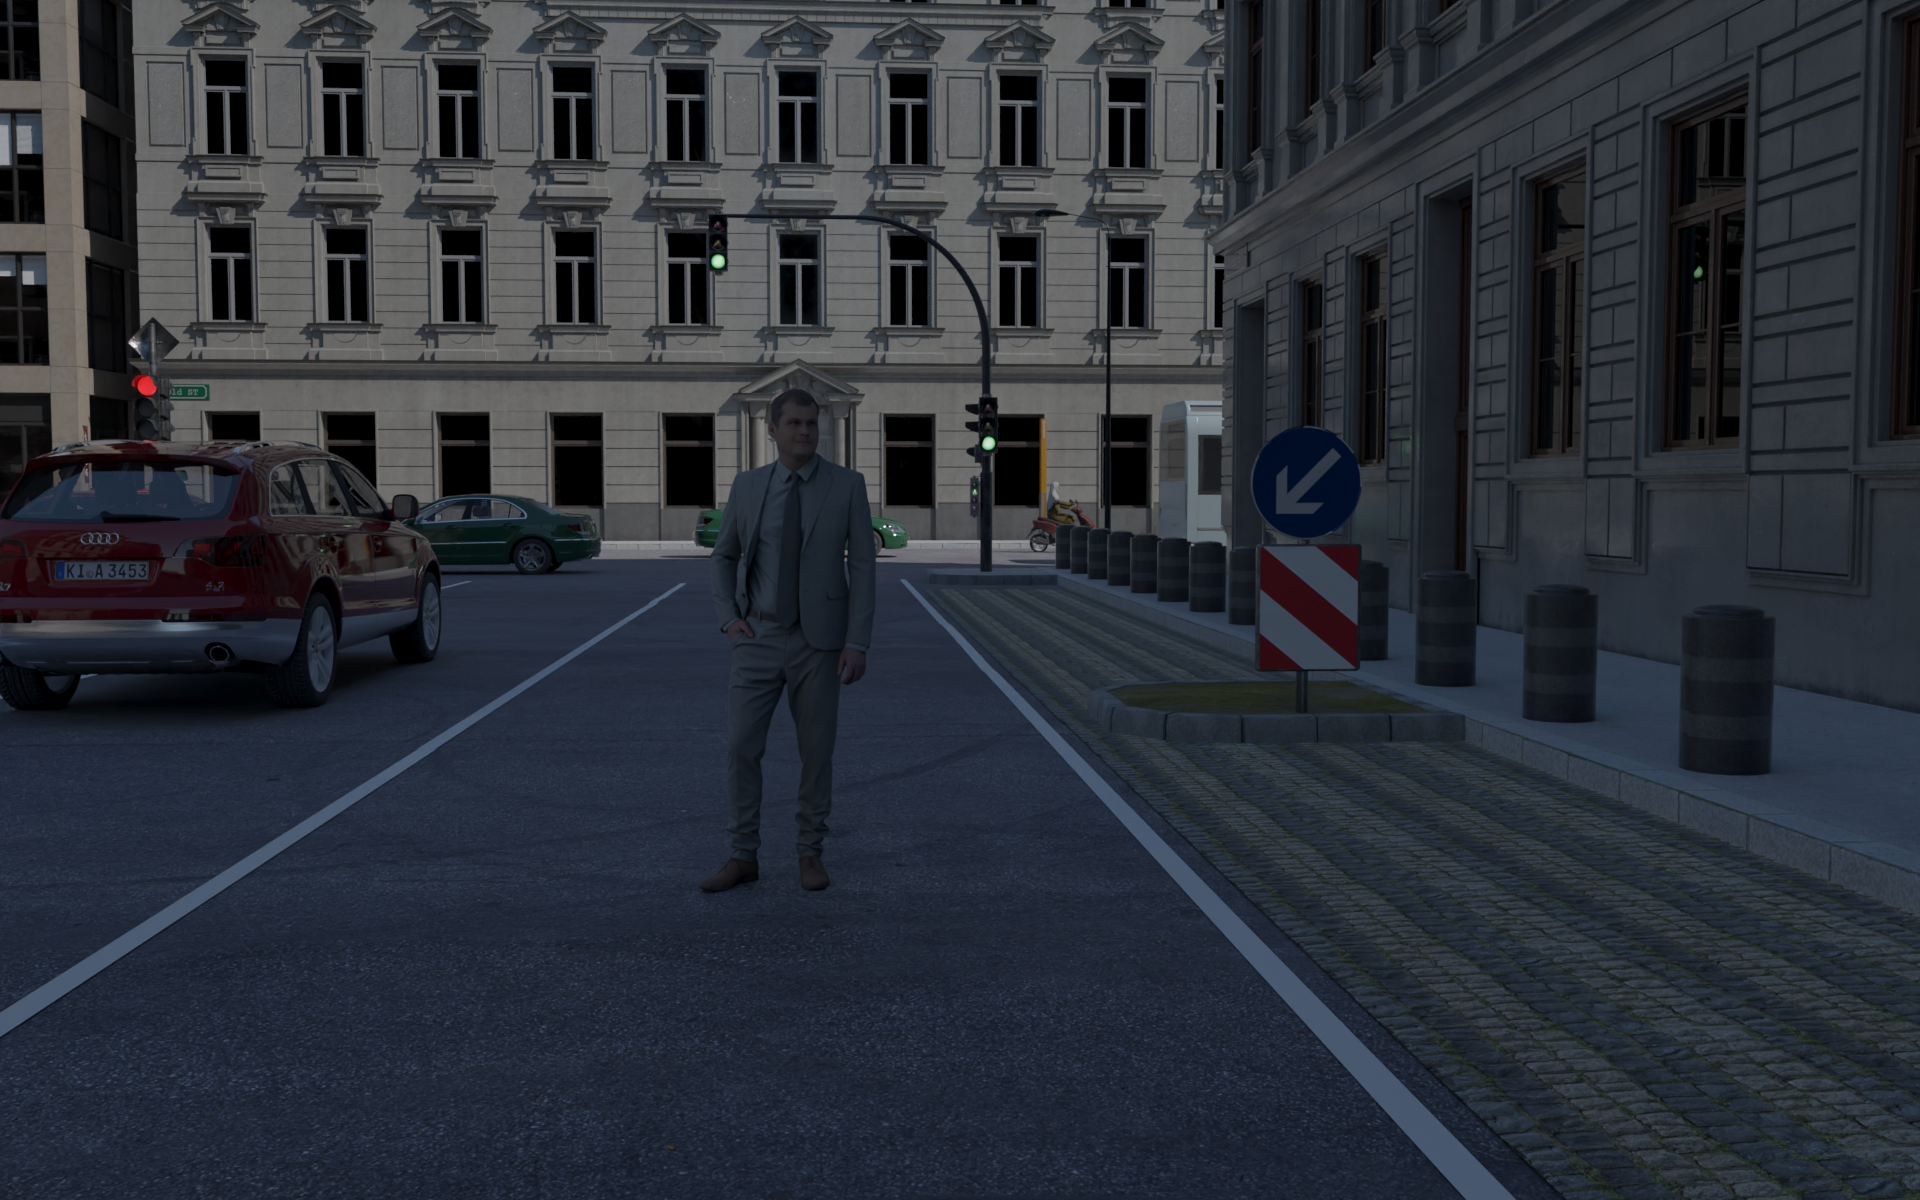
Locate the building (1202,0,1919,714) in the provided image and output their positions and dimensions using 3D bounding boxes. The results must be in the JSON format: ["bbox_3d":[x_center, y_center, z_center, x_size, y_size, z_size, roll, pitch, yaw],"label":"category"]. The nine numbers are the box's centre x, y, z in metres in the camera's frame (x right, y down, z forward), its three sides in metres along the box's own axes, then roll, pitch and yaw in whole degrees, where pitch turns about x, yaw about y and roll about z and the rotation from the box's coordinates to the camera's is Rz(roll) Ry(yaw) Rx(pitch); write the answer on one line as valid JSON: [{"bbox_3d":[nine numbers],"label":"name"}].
[{"bbox_3d":[9.923,-11.088,17.450,11.583,22.565,21.152,0,4,-5],"label":"building"}]

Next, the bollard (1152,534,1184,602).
[{"bbox_3d":[2.563,-0.367,20.723,0.404,0.777,0.398,0,3,0],"label":"bollard"}]

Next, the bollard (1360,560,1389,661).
[{"bbox_3d":[3.134,0.076,13.482,0.404,0.777,0.398,0,3,0],"label":"bollard"}]

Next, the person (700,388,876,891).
[{"bbox_3d":[-0.625,0.137,6.352,0.635,1.810,0.391,0,4,-2],"label":"person"}]

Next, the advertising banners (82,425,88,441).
[{"bbox_3d":[-22.508,-2.984,44.984,0.090,3.025,2.074,-1,4,-15],"label":"advertising banners"}]

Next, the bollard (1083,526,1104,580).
[{"bbox_3d":[2.130,-0.699,26.152,0.404,0.777,0.398,0,3,0],"label":"bollard"}]

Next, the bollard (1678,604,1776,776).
[{"bbox_3d":[3.568,0.407,8.062,0.404,0.777,0.398,0,3,0],"label":"bollard"}]

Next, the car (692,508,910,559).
[{"bbox_3d":[-3.604,-1.689,39.411,4.920,1.459,2.131,0,4,-6],"label":"car"}]

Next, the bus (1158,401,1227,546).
[{"bbox_3d":[10.866,-2.497,35.681,13.247,3.499,2.948,0,4,-6],"label":"bus"}]

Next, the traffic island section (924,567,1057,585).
[{"bbox_3d":[0.445,-0.391,28.681,2.009,0.180,2.903,0,4,-5],"label":"traffic island section"}]

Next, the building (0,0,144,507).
[{"bbox_3d":[-41.068,-15.230,53.521,34.151,26.468,19.350,0,4,-5],"label":"building"}]

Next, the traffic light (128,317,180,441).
[{"bbox_3d":[-12.764,-2.360,27.506,0.839,4.253,0.868,0,4,-5],"label":"traffic light"}]

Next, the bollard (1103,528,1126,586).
[{"bbox_3d":[2.275,-0.589,24.344,0.404,0.777,0.398,0,3,0],"label":"bollard"}]

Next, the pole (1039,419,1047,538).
[{"bbox_3d":[2.256,-3.254,47.040,0.158,3.312,0.155,0,3,0],"label":"pole"}]

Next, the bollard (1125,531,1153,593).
[{"bbox_3d":[2.418,-0.478,22.526,0.404,0.777,0.398,0,3,0],"label":"bollard"}]

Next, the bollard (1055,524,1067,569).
[{"bbox_3d":[1.840,-0.920,29.763,0.404,0.777,0.398,0,3,0],"label":"bollard"}]

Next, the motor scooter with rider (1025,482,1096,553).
[{"bbox_3d":[2.589,-2.046,42.423,1.986,1.779,0.876,0,4,-6],"label":"motor scooter with rider"}]

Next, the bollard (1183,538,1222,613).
[{"bbox_3d":[2.706,-0.257,18.920,0.404,0.777,0.398,0,3,0],"label":"bollard"}]

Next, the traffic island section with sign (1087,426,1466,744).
[{"bbox_3d":[1.851,-0.136,10.845,1.989,1.847,2.006,0,4,-5],"label":"traffic island section with sign"}]

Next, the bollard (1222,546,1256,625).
[{"bbox_3d":[2.853,-0.146,17.097,0.404,0.777,0.398,0,3,0],"label":"bollard"}]

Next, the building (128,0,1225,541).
[{"bbox_3d":[-0.961,-17.028,54.829,44.131,29.872,17.030,0,4,-5],"label":"building"}]

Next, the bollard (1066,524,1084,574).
[{"bbox_3d":[1.986,-0.810,27.960,0.404,0.777,0.398,0,3,0],"label":"bollard"}]

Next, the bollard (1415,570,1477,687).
[{"bbox_3d":[3.277,0.186,11.679,0.404,0.777,0.398,0,3,0],"label":"bollard"}]

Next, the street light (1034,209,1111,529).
[{"bbox_3d":[1.898,-3.418,28.420,1.470,5.913,1.316,0,4,-5],"label":"street light"}]

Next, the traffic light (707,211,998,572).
[{"bbox_3d":[-1.674,-3.278,28.258,4.771,5.953,1.251,0,4,-5],"label":"traffic light"}]

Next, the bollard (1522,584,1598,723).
[{"bbox_3d":[3.421,0.296,9.875,0.404,0.777,0.398,0,3,0],"label":"bollard"}]

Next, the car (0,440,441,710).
[{"bbox_3d":[-5.406,-0.271,13.096,2.281,1.827,5.304,0,4,-4],"label":"car"}]

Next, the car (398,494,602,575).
[{"bbox_3d":[-9.001,-1.198,31.390,4.920,1.459,2.131,0,4,-5],"label":"car"}]
